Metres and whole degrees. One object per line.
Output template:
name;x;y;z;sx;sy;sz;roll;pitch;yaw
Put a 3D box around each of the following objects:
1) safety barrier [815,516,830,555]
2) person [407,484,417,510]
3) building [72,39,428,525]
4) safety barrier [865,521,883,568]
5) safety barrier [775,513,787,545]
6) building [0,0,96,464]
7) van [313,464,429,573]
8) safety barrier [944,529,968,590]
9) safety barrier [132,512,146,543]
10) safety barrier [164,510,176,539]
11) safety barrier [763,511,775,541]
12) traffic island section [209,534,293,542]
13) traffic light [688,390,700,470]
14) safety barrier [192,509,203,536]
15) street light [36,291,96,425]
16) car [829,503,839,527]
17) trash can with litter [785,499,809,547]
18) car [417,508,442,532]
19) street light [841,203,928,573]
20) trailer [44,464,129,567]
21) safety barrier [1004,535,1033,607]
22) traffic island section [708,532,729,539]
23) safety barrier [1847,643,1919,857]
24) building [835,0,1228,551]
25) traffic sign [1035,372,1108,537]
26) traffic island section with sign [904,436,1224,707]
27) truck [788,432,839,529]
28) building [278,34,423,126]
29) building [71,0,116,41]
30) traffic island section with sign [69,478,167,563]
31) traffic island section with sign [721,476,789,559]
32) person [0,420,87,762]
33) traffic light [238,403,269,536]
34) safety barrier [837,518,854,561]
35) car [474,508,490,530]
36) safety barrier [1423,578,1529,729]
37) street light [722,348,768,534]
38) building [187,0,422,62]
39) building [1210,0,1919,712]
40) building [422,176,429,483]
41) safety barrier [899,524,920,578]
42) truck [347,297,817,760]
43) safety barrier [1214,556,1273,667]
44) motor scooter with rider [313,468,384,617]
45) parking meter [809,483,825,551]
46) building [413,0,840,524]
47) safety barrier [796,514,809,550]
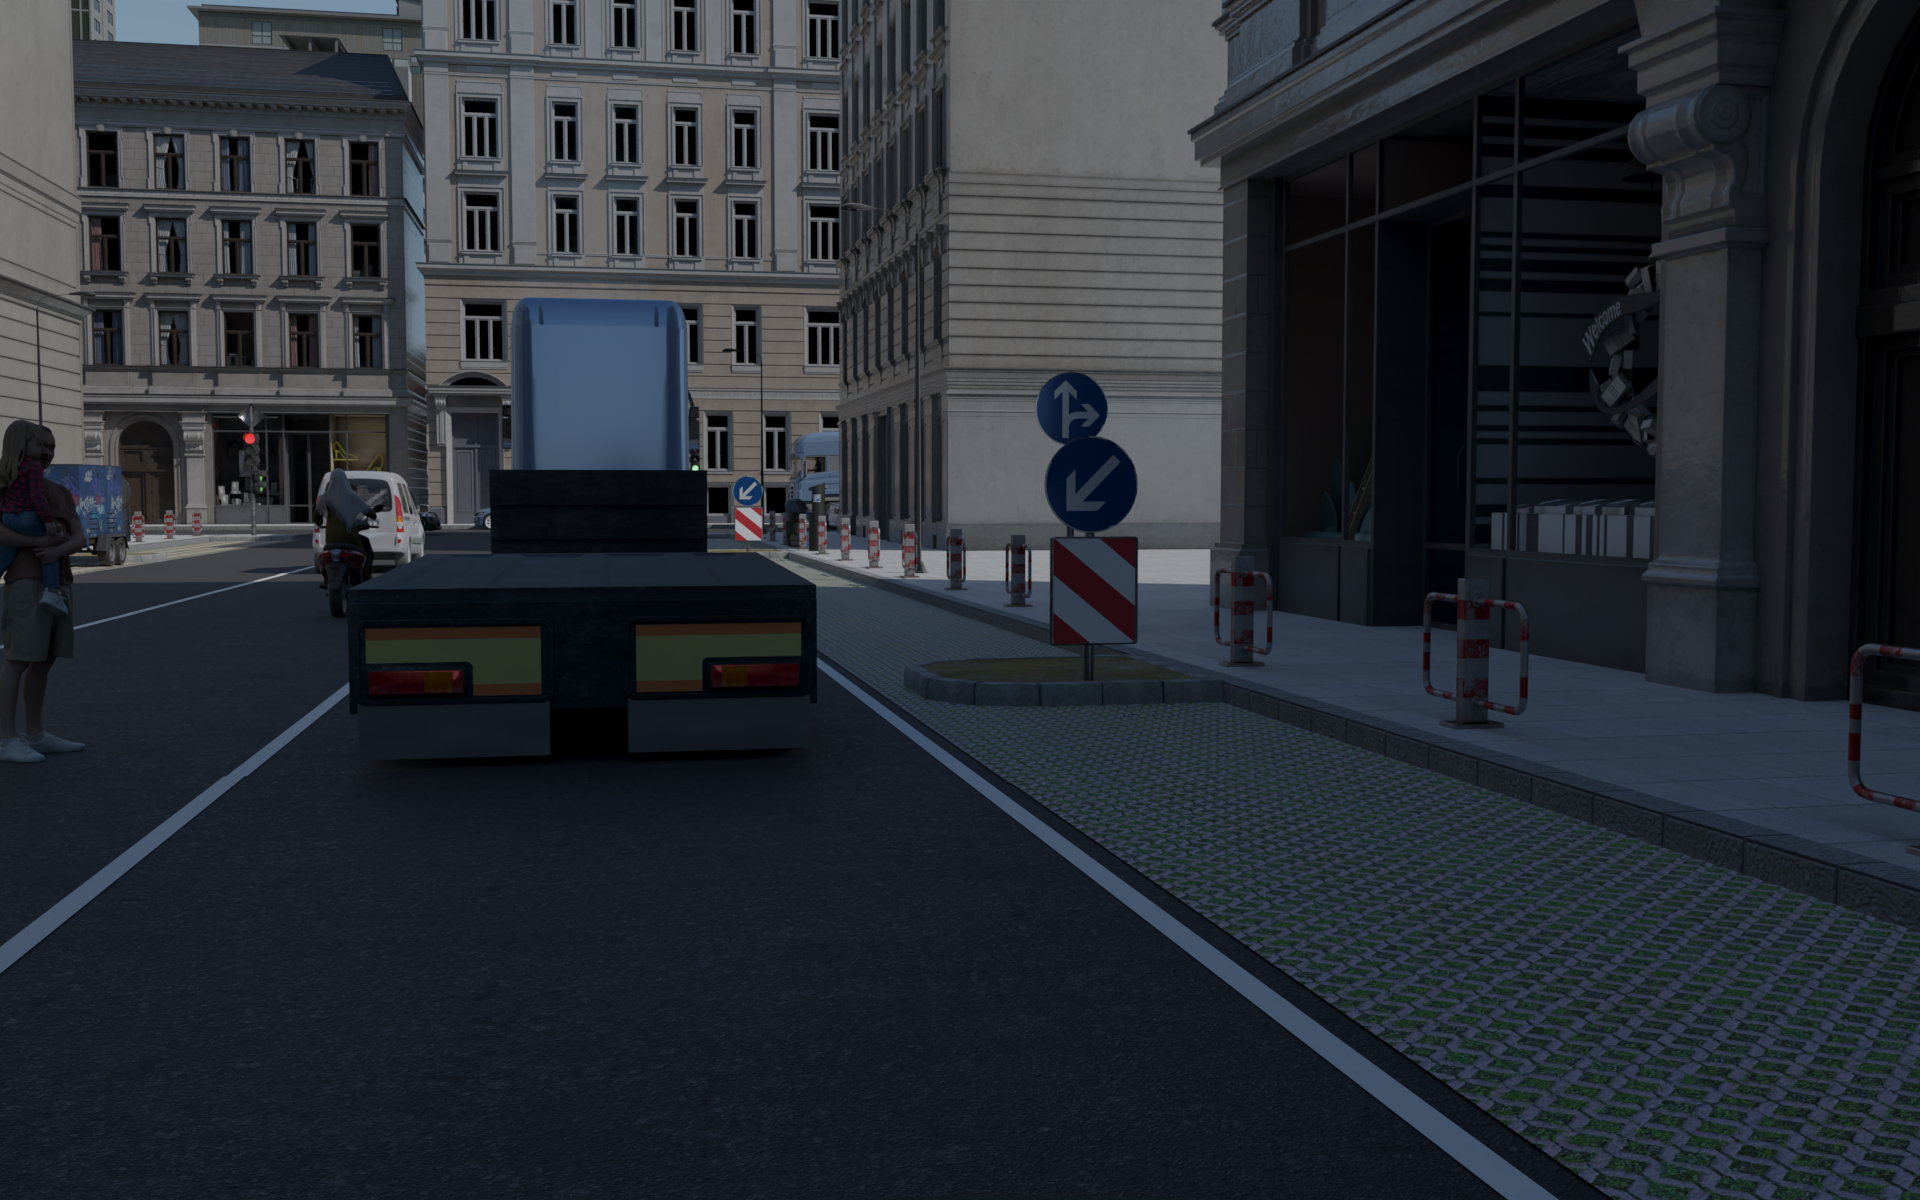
safety barrier;-2.927;-1.374;36.747;0.300;0.817;1.120;-1;4;-12
person;-18.208;-2.955;56.986;0.661;1.801;0.590;-2;4;-25
building;-43.798;-13.625;73.681;40.483;20.767;10.553;-1;4;-12
safety barrier;-1.492;-0.959;29.948;0.300;0.817;1.120;-1;4;-12
safety barrier;-4.372;-1.791;43.552;0.300;0.817;1.120;-1;4;-12
building;-37.893;-12.637;39.901;30.059;22.955;16.112;-1;4;-12
van;-11.159;-1.579;32.823;2.013;2.044;4.112;-1;4;-12
safety barrier;-0.053;-0.542;23.141;0.300;0.817;1.120;-1;4;-12
safety barrier;-21.784;-1.936;45.922;0.300;0.817;1.120;-1;4;-12
safety barrier;-22.509;-2.144;49.324;0.300;0.817;1.120;-1;4;-12
safety barrier;-5.084;-1.999;46.952;0.300;0.817;1.120;-1;4;-12
traffic island section;-21.853;-1.913;53.552;2.009;0.180;2.903;-1;4;-12
traffic light;-10.672;-4.953;55.644;4.771;5.953;1.251;-1;4;-12
safety barrier;-23.230;-2.352;52.735;0.300;0.817;1.120;-1;4;-12
street light;-20.450;-4.103;39.630;1.470;5.913;1.316;-1;4;-12
car;-2.408;-3.131;63.547;4.827;1.381;2.083;-1;4;-10
trash can with litter;-3.916;-1.876;42.054;0.624;1.170;1.055;-1;4;-12
car;-20.329;-3.107;60.581;4.222;1.686;2.009;-1;4;-10
street light;-1.216;-3.387;27.916;1.470;5.913;1.316;-1;4;-12
trailer;-17.263;-1.614;33.439;1.471;1.999;3.904;-1;4;-10
safety barrier;0.663;-0.334;19.732;0.300;0.817;1.120;-1;4;-12
traffic island section;-8.602;-2.083;56.337;2.009;0.180;2.903;-1;4;-12
safety barrier;3.543;0.499;6.113;0.300;0.817;1.120;-1;4;-12
building;2.437;-12.161;47.987;9.793;20.994;18.267;-1;4;-12
traffic sign;1.163;-1.107;18.201;0.768;2.556;0.104;0;4;-5
traffic island section with sign;0.642;-0.242;12.578;1.989;1.847;2.006;-1;4;-12
truck;1.568;-5.069;72.643;18.799;4.110;2.967;-1;4;-13
building;-53.697;-29.035;158.323;14.154;41.232;14.086;-1;4;-12
building;-121.948;-48.033;223.590;20.611;71.187;20.563;-1;4;-12
traffic island section with sign;-17.945;-1.710;36.581;1.989;1.847;2.006;-1;4;-12
traffic island section with sign;-4.938;-1.855;38.952;1.989;1.847;2.006;-1;4;-12
person;-5.036;-0.056;9.386;0.573;1.828;0.580;-2;4;-32
traffic light;-21.812;-3.945;53.426;0.839;4.253;0.868;-1;4;-12
safety barrier;-2.209;-1.167;33.349;0.300;0.817;1.120;-1;4;-12
car;-17.506;-3.584;70.603;4.499;1.417;2.014;-1;4;-12
safety barrier;2.821;0.290;9.526;0.300;0.817;1.120;-1;4;-12
street light;-6.876;-5.067;55.388;1.470;5.913;1.316;-1;4;-12
building;-68.595;-36.757;190.213;27.495;52.752;28.713;-1;4;-12
building;7.480;-10.271;18.844;10.553;20.767;40.483;-1;4;-12
building;-51.077;-22.821;144.824;14.160;30.474;14.107;-1;4;-12
safety barrier;-0.775;-0.751;26.549;0.300;0.817;1.120;-1;4;-12
truck;-3.808;-1.741;18.217;2.967;4.110;18.799;-1;4;-11
safety barrier;2.107;0.083;12.926;0.300;0.817;1.120;-1;4;-12
motor scooter with rider;-7.327;-0.723;20.787;0.876;1.779;1.986;-1;4;-10
parking meter;-3.217;-1.867;38.935;0.372;1.533;0.369;0;3;0
building;-14.296;-18.010;80.369;20.117;28.700;13.634;-1;4;-12
safety barrier;-3.648;-1.583;40.152;0.300;0.817;1.120;-1;4;-12
